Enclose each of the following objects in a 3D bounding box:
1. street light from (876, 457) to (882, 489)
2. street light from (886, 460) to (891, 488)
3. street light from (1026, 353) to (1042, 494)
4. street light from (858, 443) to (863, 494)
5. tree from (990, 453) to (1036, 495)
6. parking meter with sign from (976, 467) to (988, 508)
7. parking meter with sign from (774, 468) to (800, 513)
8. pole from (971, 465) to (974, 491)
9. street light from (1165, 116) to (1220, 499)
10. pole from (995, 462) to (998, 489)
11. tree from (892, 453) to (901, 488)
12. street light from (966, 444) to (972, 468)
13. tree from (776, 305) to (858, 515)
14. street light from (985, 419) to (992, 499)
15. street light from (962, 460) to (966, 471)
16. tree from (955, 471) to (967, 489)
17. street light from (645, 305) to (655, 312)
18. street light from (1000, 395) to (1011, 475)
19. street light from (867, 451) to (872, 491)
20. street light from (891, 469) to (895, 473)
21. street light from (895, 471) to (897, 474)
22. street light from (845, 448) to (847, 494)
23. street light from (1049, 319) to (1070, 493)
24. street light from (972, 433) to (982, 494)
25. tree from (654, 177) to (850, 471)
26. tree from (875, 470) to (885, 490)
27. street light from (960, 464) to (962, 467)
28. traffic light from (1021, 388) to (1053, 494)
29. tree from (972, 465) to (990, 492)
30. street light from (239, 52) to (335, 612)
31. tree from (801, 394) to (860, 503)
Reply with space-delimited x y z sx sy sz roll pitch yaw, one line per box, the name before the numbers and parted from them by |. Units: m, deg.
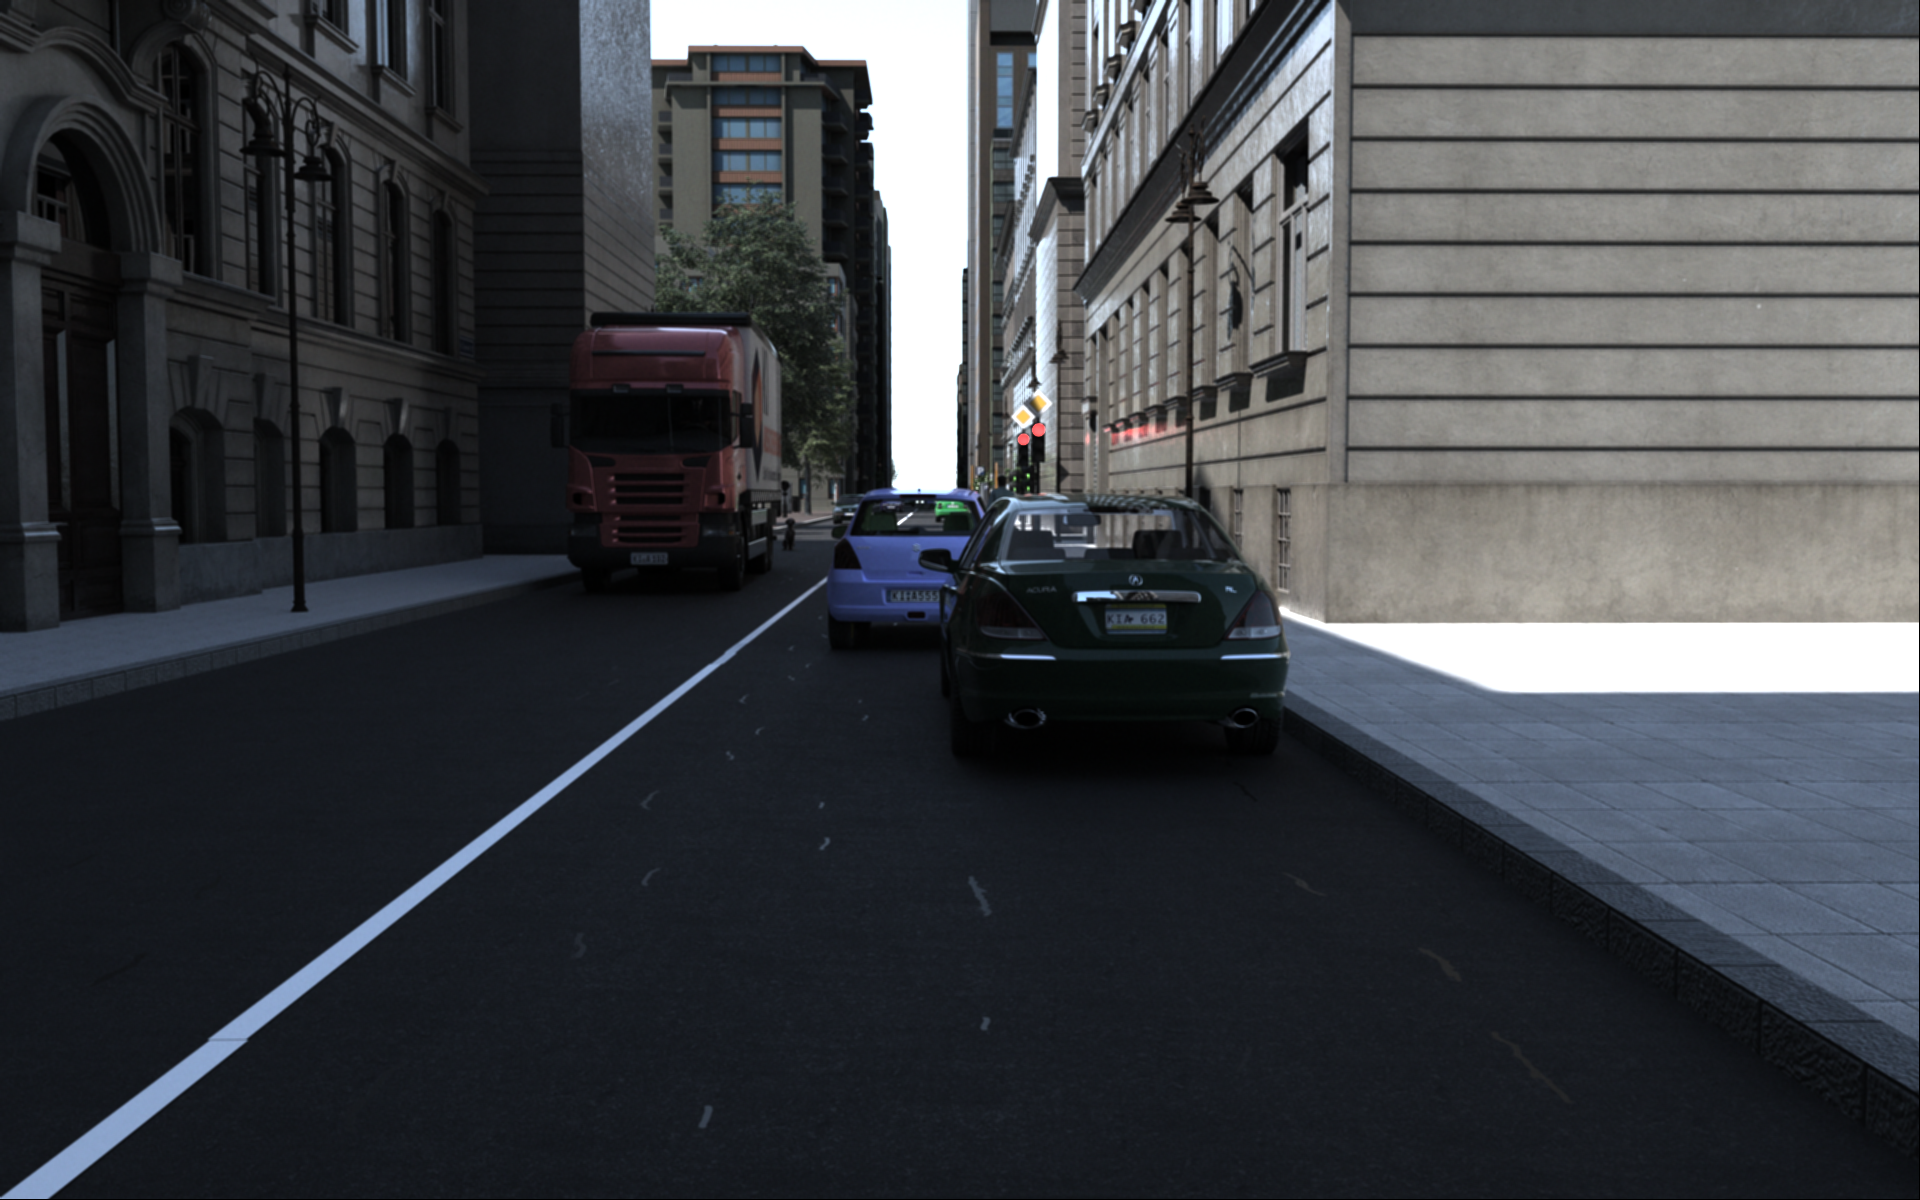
street light | -9.832 -14.752 213.987 0.468 5.910 1.993 0 4 -1
street light | -10.065 -16.206 237.761 0.468 5.910 1.993 0 4 -1
street light | 2.417 -5.136 56.767 0.468 5.910 1.993 0 4 -1
street light | -8.921 -11.122 154.624 0.468 5.910 1.993 0 4 -1
tree | 2.417 -4.544 68.894 1.663 3.219 1.824 0 3 0
parking meter with sign | 1.539 -6.919 109.394 0.543 3.016 1.738 -1 4 -17
parking meter with sign | -11.512 -7.261 114.977 1.738 3.016 0.543 0 4 -4
pole | 0.874 -7.920 123.338 0.158 3.312 0.155 0 3 0
street light | 2.886 -2.993 21.719 0.468 5.910 1.993 0 4 -1
pole | 2.349 -7.207 111.673 0.158 3.312 0.155 0 3 0
tree | -11.601 -20.720 289.140 4.737 8.622 4.395 0 3 0
street light | 1.019 -11.277 157.174 0.468 5.910 1.993 0 4 -1
tree | -9.471 -11.376 104.121 7.486 12.596 7.792 0 3 0
street light | 1.735 -8.068 104.706 0.468 5.910 1.993 0 4 -1
street light | 0.729 -12.763 181.461 0.468 5.910 1.993 0 4 -1
tree | 0.947 -14.005 212.687 4.285 4.588 4.351 0 3 0
street light | -7.515 -4.264 42.506 0.468 5.910 1.993 0 4 -1
street light | 2.123 -6.590 80.541 0.468 5.910 1.993 0 4 -1
street light | -9.300 -12.586 178.560 0.468 5.910 1.993 0 4 -1
street light | -10.391 -17.660 261.534 0.468 5.910 1.993 0 4 -1
street light | -10.665 -19.114 285.308 0.468 5.910 1.993 0 4 -1
street light | -8.623 -9.668 130.851 0.468 5.910 1.993 0 4 -1
street light | 2.617 -4.469 45.854 0.468 5.910 1.993 0 4 -1
street light | 1.396 -9.811 133.193 0.468 5.910 1.993 0 4 -1
tree | -9.111 -10.085 71.542 9.857 13.997 8.962 0 3 0
tree | -10.578 -13.645 206.816 4.285 4.588 4.351 0 3 0
street light | 0.373 -14.236 205.545 0.468 5.910 1.993 0 4 -1
traffic light | 2.062 -3.504 46.215 0.839 4.253 0.868 0 4 -1
tree | 1.527 -7.385 115.342 1.663 3.219 1.824 0 3 0
street light | -7.211 -2.810 18.733 0.468 5.910 1.993 0 4 -1
tree | -8.660 -10.325 119.182 4.360 8.622 3.978 0 3 0
